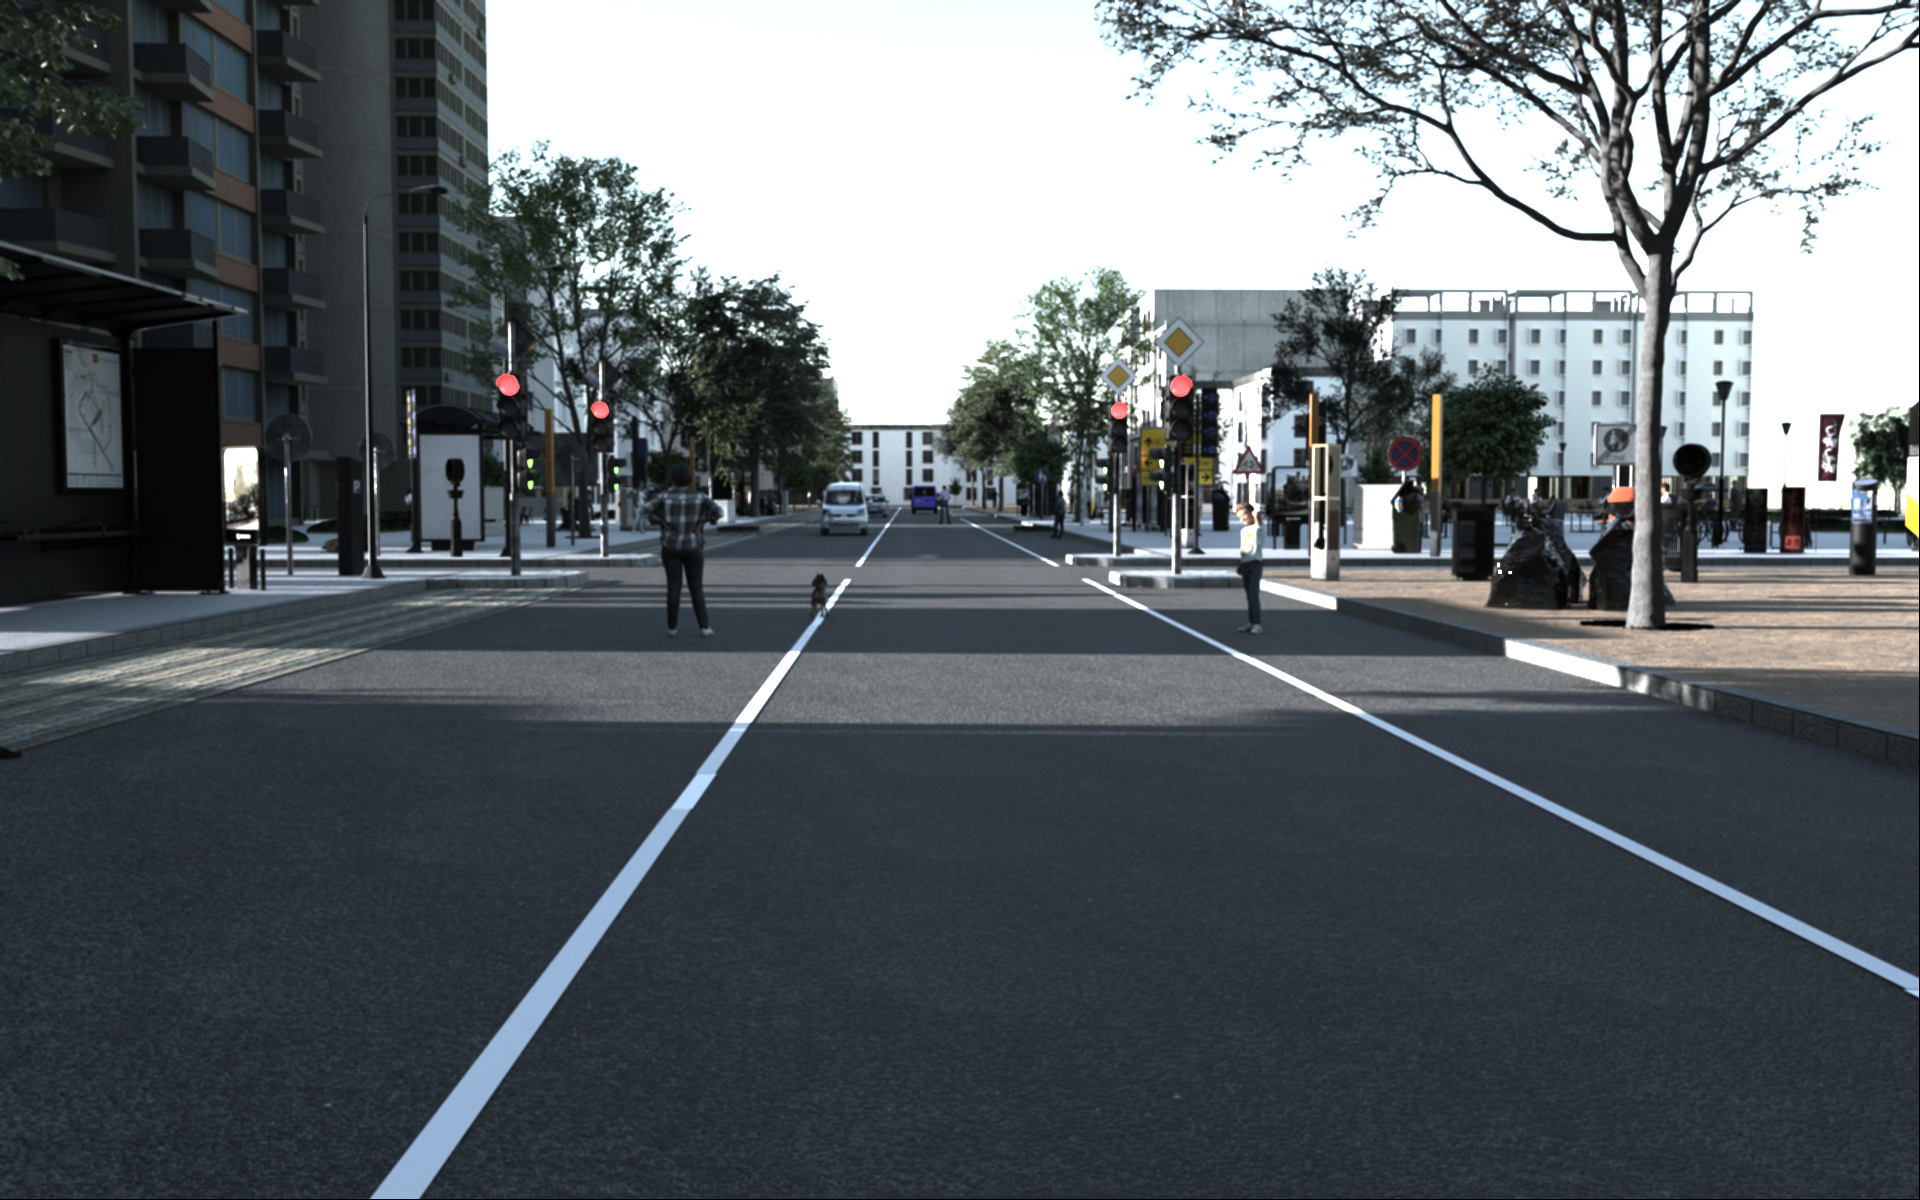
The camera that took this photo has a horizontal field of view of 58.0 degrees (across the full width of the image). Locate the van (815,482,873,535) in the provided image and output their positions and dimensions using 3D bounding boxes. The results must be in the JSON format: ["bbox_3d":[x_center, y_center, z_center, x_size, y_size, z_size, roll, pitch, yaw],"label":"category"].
[{"bbox_3d":[-4.095,-3.324,61.365,2.013,2.044,4.112,0,4,-3],"label":"van"}]

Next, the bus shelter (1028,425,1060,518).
[{"bbox_3d":[4.822,-7.378,98.259,2.179,5.291,8.768,0,4,-2],"label":"bus shelter"}]

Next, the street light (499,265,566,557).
[{"bbox_3d":[-8.695,-3.836,35.254,1.470,5.913,1.316,0,4,-2],"label":"street light"}]

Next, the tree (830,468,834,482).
[{"bbox_3d":[-13.791,-11.368,169.574,4.285,4.588,4.351,0,3,0],"label":"tree"}]

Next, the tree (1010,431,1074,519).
[{"bbox_3d":[4.188,-6.396,88.296,4.285,4.588,4.351,0,3,0],"label":"tree"}]

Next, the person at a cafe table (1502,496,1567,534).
[{"bbox_3d":[18.596,-2.721,55.355,1.698,1.238,1.726,-2,4,-24],"label":"person at a cafe table"}]

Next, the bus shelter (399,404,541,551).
[{"bbox_3d":[-11.639,-2.918,41.629,2.014,3.302,5.546,0,4,-2],"label":"bus shelter"}]

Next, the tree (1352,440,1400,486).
[{"bbox_3d":[14.827,-4.106,61.729,1.663,3.219,1.824,0,3,0],"label":"tree"}]

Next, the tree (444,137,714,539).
[{"bbox_3d":[-10.963,-7.617,50.294,9.928,11.665,9.643,0,3,0],"label":"tree"}]

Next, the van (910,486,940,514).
[{"bbox_3d":[-2.601,-7.539,127.652,2.240,2.365,5.245,0,4,-1],"label":"van"}]

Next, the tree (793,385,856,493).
[{"bbox_3d":[-14.430,-16.030,180.224,7.486,12.596,7.792,0,3,0],"label":"tree"}]

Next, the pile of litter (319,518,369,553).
[{"bbox_3d":[-13.639,-1.495,38.408,1.176,0.858,1.719,1,4,19],"label":"pile of litter"}]

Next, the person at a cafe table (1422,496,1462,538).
[{"bbox_3d":[14.123,-2.487,51.519,1.726,1.238,1.698,-2,4,-24],"label":"person at a cafe table"}]

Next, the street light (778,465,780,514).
[{"bbox_3d":[-10.836,-8.364,109.288,1.470,5.913,1.316,0,4,-2],"label":"street light"}]

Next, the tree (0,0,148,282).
[{"bbox_3d":[-9.028,-5.692,11.197,7.486,12.596,7.792,0,3,0],"label":"tree"}]

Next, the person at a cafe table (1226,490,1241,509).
[{"bbox_3d":[17.321,-6.245,110.623,1.622,1.524,1.698,-1,4,-10],"label":"person at a cafe table"}]

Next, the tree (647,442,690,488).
[{"bbox_3d":[-18.382,-7.610,108.143,4.285,4.588,4.351,0,3,0],"label":"tree"}]

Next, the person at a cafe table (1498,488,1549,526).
[{"bbox_3d":[22.555,-3.758,69.962,1.698,1.524,1.622,-1,4,-21],"label":"person at a cafe table"}]

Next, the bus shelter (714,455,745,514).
[{"bbox_3d":[-14.105,-7.073,106.919,1.731,3.624,6.357,0,4,-1],"label":"bus shelter"}]

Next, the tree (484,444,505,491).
[{"bbox_3d":[-18.227,-4.455,67.441,1.663,3.219,1.824,0,3,0],"label":"tree"}]

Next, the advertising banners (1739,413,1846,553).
[{"bbox_3d":[18.151,-2.543,37.766,2.074,3.025,0.090,1,4,10],"label":"advertising banners"}]

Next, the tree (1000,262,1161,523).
[{"bbox_3d":[5.390,-9.271,77.338,9.928,11.665,9.643,0,3,0],"label":"tree"}]

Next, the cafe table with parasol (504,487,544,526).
[{"bbox_3d":[-18.335,-4.037,70.864,2.610,1.966,2.610,-1,4,-17],"label":"cafe table with parasol"}]

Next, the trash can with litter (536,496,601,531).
[{"bbox_3d":[-13.480,-2.980,59.785,2.233,1.210,1.678,-1,4,-11],"label":"trash can with litter"}]

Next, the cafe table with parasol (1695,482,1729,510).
[{"bbox_3d":[42.562,-5.731,98.574,2.610,1.966,2.610,-1,4,-20],"label":"cafe table with parasol"}]

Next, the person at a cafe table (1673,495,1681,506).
[{"bbox_3d":[44.245,-5.976,108.569,1.726,1.238,1.698,3,4,38],"label":"person at a cafe table"}]

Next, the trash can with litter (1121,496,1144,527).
[{"bbox_3d":[6.804,-3.530,68.777,1.678,1.210,2.233,0,4,-8],"label":"trash can with litter"}]

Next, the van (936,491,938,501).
[{"bbox_3d":[-3.032,-9.338,157.055,2.240,2.365,5.245,0,4,-2],"label":"van"}]

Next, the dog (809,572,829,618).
[{"bbox_3d":[-1.641,-0.060,20.273,0.540,0.507,0.406,3,5,45],"label":"dog"}]

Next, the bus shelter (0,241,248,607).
[{"bbox_3d":[-9.856,-1.704,19.148,1.731,3.624,6.357,0,4,-2],"label":"bus shelter"}]

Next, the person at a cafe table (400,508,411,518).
[{"bbox_3d":[-21.422,-3.560,69.062,1.698,1.238,1.726,-1,4,-17],"label":"person at a cafe table"}]

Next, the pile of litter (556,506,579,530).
[{"bbox_3d":[-13.902,-2.946,62.129,1.176,0.858,1.719,-2,4,-33],"label":"pile of litter"}]

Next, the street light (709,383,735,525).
[{"bbox_3d":[-9.769,-6.097,72.229,1.470,5.913,1.316,0,4,-2],"label":"street light"}]

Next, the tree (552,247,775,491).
[{"bbox_3d":[-11.248,-8.015,65.453,8.767,10.594,7.601,0,4,-7],"label":"tree"}]

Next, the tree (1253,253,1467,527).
[{"bbox_3d":[14.783,-8.167,67.948,7.601,10.594,8.767,-2,4,-28],"label":"tree"}]

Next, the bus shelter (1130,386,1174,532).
[{"bbox_3d":[7.378,-5.171,62.172,2.179,5.291,8.768,0,4,-1],"label":"bus shelter"}]

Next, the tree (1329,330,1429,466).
[{"bbox_3d":[18.383,-7.713,76.471,4.360,8.622,3.978,0,3,0],"label":"tree"}]

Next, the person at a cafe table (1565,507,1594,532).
[{"bbox_3d":[21.524,-3.061,58.557,1.622,1.524,1.698,3,4,36],"label":"person at a cafe table"}]

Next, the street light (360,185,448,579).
[{"bbox_3d":[-8.399,-3.283,26.211,1.470,5.913,1.316,0,4,-2],"label":"street light"}]

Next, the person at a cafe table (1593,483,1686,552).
[{"bbox_3d":[14.869,-1.763,37.348,1.622,1.524,1.698,3,5,42],"label":"person at a cafe table"}]

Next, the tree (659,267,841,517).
[{"bbox_3d":[-11.568,-11.603,96.370,9.857,13.997,8.962,0,3,0],"label":"tree"}]

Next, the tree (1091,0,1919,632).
[{"bbox_3d":[6.649,-6.487,16.428,12.009,13.543,11.850,0,3,0],"label":"tree"}]

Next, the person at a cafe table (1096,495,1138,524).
[{"bbox_3d":[6.877,-3.823,73.360,1.726,1.238,1.698,-1,4,-16],"label":"person at a cafe table"}]

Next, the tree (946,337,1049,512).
[{"bbox_3d":[2.854,-12.716,126.039,7.486,12.596,7.792,0,3,0],"label":"tree"}]

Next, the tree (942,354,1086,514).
[{"bbox_3d":[4.230,-10.758,110.307,7.601,10.594,8.767,3,5,39],"label":"tree"}]

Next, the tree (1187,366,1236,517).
[{"bbox_3d":[13.671,-9.031,98.016,4.737,8.622,4.395,0,3,0],"label":"tree"}]

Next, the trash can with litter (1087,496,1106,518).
[{"bbox_3d":[7.320,-4.972,92.683,1.055,1.170,0.624,2,4,30],"label":"trash can with litter"}]

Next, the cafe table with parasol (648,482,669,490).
[{"bbox_3d":[-18.331,-5.982,102.676,2.610,1.966,2.610,1,4,10],"label":"cafe table with parasol"}]

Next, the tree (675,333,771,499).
[{"bbox_3d":[-10.943,-7.775,77.485,4.737,8.622,4.395,0,3,0],"label":"tree"}]

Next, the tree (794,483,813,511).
[{"bbox_3d":[-12.055,-8.562,134.583,1.663,3.219,1.824,0,3,0],"label":"tree"}]

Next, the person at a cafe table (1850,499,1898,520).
[{"bbox_3d":[42.991,-4.347,81.941,1.698,1.238,1.726,-1,4,-23],"label":"person at a cafe table"}]

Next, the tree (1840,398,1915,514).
[{"bbox_3d":[58.212,-8.478,101.525,11.467,7.101,20.602,-1,4,-12],"label":"tree"}]

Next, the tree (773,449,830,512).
[{"bbox_3d":[-12.187,-8.779,127.251,4.285,4.588,4.351,0,3,0],"label":"tree"}]

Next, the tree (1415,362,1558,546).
[{"bbox_3d":[13.157,-3.633,43.107,4.285,4.588,4.351,0,3,0],"label":"tree"}]

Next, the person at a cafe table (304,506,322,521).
[{"bbox_3d":[-31.220,-4.458,81.399,1.698,1.524,1.622,1,4,16],"label":"person at a cafe table"}]

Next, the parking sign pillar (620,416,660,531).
[{"bbox_3d":[-11.175,-4.406,60.508,1.447,3.967,1.447,0,4,-6],"label":"parking sign pillar"}]

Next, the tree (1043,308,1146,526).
[{"bbox_3d":[5.111,-7.293,69.599,4.737,8.622,4.395,0,3,0],"label":"tree"}]

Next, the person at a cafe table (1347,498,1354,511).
[{"bbox_3d":[22.980,-5.385,98.910,1.698,1.238,1.726,-1,4,-11],"label":"person at a cafe table"}]
